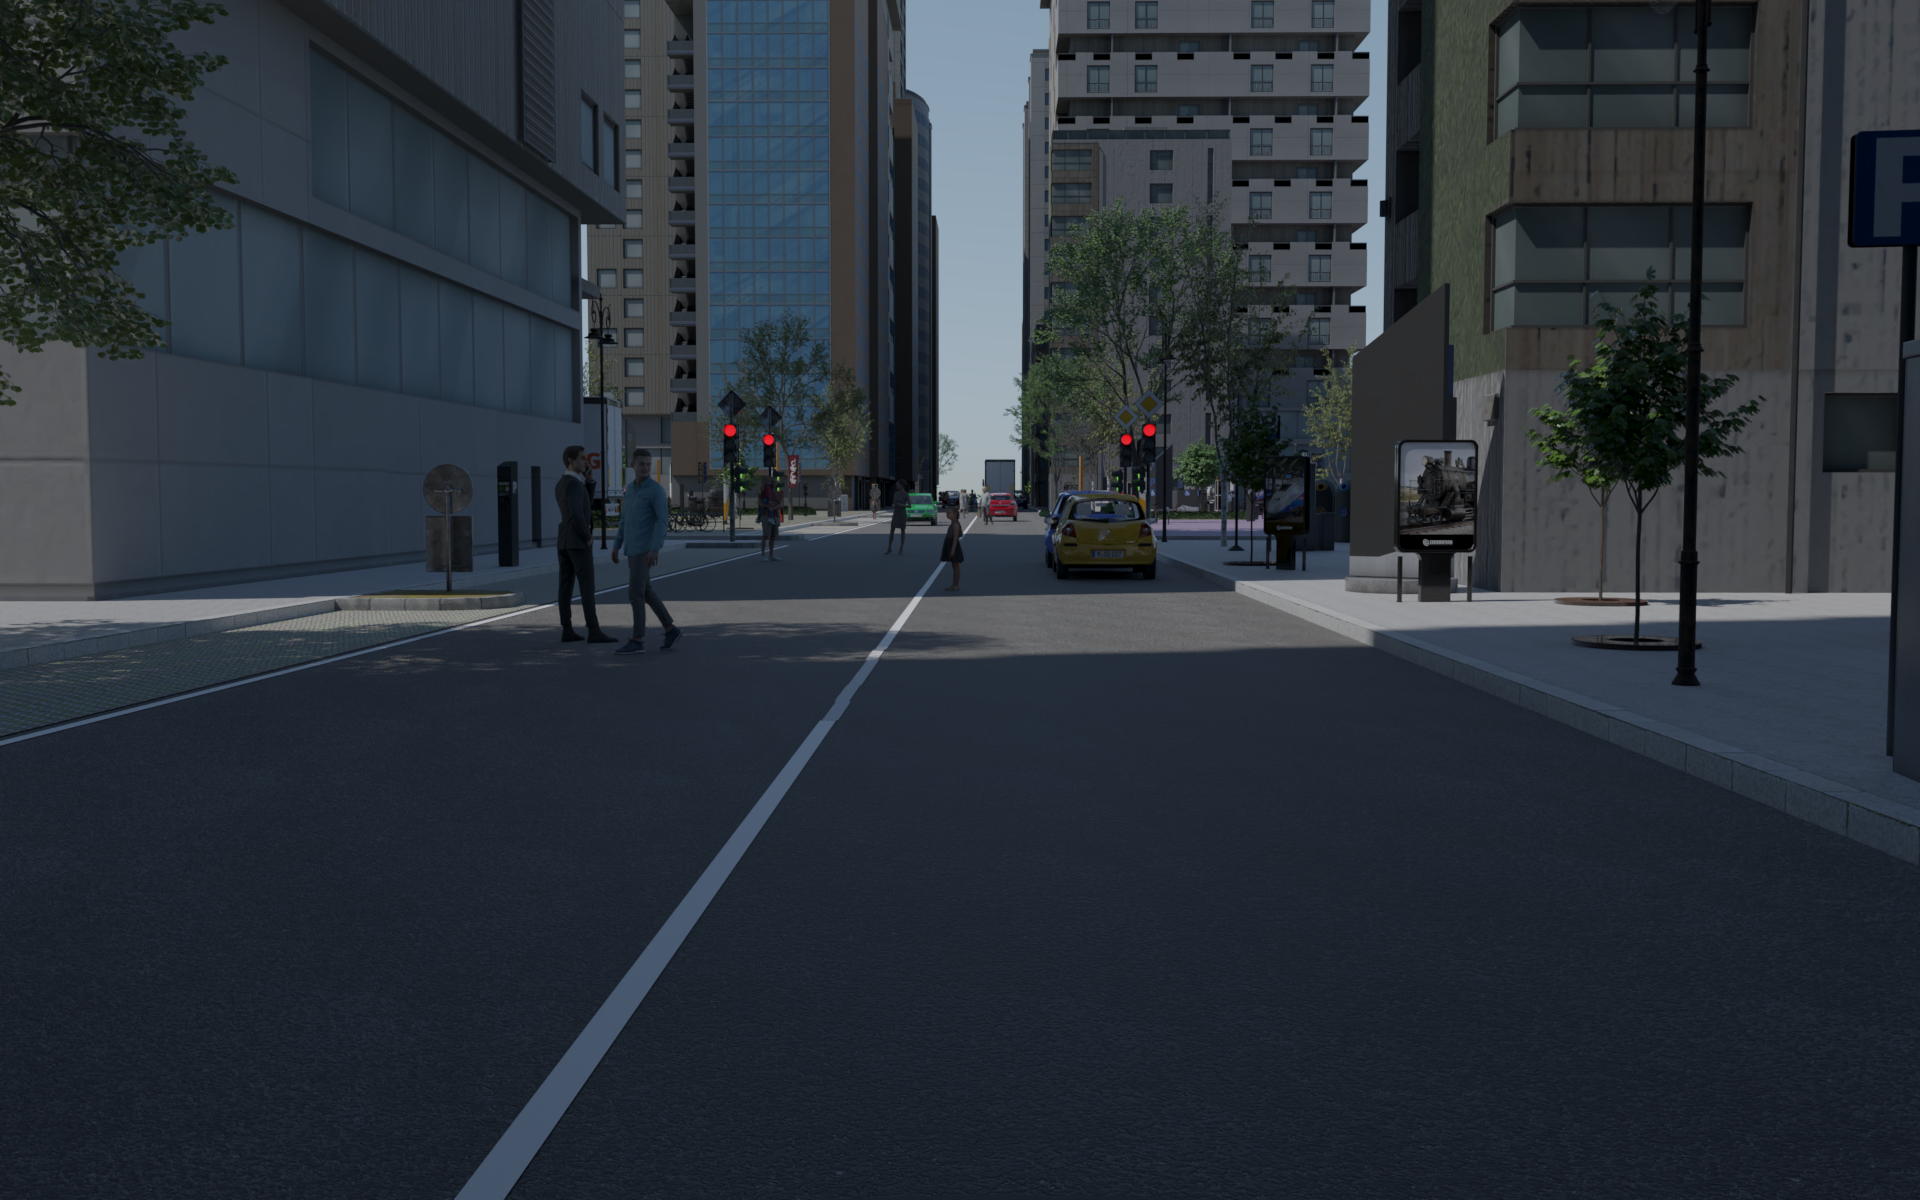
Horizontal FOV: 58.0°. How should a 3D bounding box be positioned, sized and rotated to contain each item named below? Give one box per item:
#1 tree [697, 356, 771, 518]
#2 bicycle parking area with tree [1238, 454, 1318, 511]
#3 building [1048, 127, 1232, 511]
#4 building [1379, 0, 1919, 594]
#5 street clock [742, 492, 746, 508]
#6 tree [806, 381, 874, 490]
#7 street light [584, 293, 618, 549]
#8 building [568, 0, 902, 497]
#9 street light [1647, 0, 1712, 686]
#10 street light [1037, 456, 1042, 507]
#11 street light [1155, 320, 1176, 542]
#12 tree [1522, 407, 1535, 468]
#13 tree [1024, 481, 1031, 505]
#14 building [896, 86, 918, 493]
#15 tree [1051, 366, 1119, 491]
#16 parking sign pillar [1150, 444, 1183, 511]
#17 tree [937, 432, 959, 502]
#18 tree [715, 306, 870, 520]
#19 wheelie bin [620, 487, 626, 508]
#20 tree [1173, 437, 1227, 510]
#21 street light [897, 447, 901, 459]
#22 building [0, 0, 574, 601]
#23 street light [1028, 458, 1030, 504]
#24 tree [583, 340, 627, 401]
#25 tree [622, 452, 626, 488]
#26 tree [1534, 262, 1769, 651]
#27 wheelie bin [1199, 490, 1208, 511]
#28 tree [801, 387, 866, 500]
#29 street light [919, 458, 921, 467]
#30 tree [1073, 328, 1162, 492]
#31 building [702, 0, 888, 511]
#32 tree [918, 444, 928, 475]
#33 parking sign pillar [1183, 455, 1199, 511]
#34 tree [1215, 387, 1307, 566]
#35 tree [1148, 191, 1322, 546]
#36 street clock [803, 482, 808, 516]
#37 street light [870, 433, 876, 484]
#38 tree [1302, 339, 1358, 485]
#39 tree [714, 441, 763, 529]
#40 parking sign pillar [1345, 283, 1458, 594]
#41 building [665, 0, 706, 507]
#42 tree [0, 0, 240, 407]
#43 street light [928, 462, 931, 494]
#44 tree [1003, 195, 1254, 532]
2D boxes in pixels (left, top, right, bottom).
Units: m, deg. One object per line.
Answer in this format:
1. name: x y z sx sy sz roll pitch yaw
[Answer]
1. tree: -11.981 -8.668 92.092 4.360 8.622 3.978 0 3 0
2. bicycle parking area with tree: 23.232 -8.449 125.135 8.231 4.147 9.016 1 4 16
3. building: 14.165 -22.555 140.475 14.160 30.474 14.107 0 4 1
4. building: 14.194 -15.696 28.325 14.160 30.474 14.107 0 4 1
5. street clock: -16.207 -7.670 129.970 0.358 2.002 0.471 -1 4 -11
6. tree: -7.654 -9.771 110.126 4.737 8.622 4.395 0 3 0
7. street light: -8.269 -4.114 40.051 0.468 5.910 1.993 0 4 1
8. building: -20.608 -35.605 171.380 28.713 52.752 27.495 0 4 1
9. street light: 4.881 -2.366 11.468 0.468 5.910 1.993 0 4 1
10. street light: 7.921 -12.178 171.905 0.468 5.910 1.993 0 4 1
11. street light: 5.459 -4.483 46.085 0.468 5.910 1.993 0 4 1
12. tree: 7.370 -1.566 20.210 1.663 3.219 1.824 0 3 0
13. tree: 8.596 -13.375 213.288 1.663 3.219 1.824 0 3 0
14. building: -11.885 -33.179 192.585 14.600 45.320 14.200 0 4 1
15. tree: 7.466 -9.072 98.682 4.360 8.622 3.978 0 3 0
16. parking sign pillar: 10.799 -6.386 92.876 1.447 3.967 1.447 -3 4 -39
17. tree: -3.974 -22.240 289.383 9.928 11.665 9.643 0 3 0
18. tree: -8.211 -9.223 85.212 8.767 10.594 7.601 1 4 15
19. wheelie bin: -14.203 -4.088 74.742 0.980 1.594 0.693 3 4 38
20. tree: 13.615 -6.936 97.125 4.285 4.588 4.351 0 3 0
21. street light: -5.866 -11.835 166.285 0.468 5.910 1.993 0 4 1
22. building: -22.323 -27.152 33.181 27.495 52.752 28.713 0 4 1
23. street light: 8.865 -15.192 221.182 0.468 5.910 1.993 0 4 1
24. tree: -17.626 -7.928 79.984 4.737 8.622 4.395 0 3 0
25. tree: -23.008 -8.025 114.914 4.285 4.588 4.351 0 3 0
26. tree: 5.851 -1.218 14.515 1.663 3.219 1.824 0 3 0
27. wheelie bin: 17.828 -7.285 127.013 0.980 1.594 0.693 -2 4 -32
28. tree: -8.251 -10.132 116.023 4.360 8.622 3.978 0 3 0
29. street light: -4.973 -14.789 214.592 0.468 5.910 1.993 0 4 1
30. tree: 6.891 -7.770 77.403 4.737 8.622 4.395 0 3 0
31. building: -13.557 -30.615 150.661 14.600 45.320 14.200 0 4 1
32. tree: -6.182 -15.527 204.227 4.360 8.622 3.978 0 3 0
33. parking sign pillar: 14.343 -7.362 108.840 1.447 3.967 1.447 1 4 22
34. tree: 5.410 -2.241 31.249 1.663 3.219 1.824 0 3 0
35. tree: 6.506 -5.611 42.101 4.360 8.622 3.978 0 3 0
36. street clock: -8.931 -5.844 100.112 0.358 2.002 0.471 0 4 0
37. street light: -6.641 -9.733 131.916 0.468 5.910 1.993 0 4 1
38. tree: 18.264 -8.112 82.994 4.737 8.622 4.395 0 3 0
39. tree: -8.015 -4.202 63.311 1.663 3.219 1.824 0 3 0
40. parking sign pillar: 5.818 -2.096 22.738 1.447 3.967 1.447 3 5 40
41. building: -14.584 -29.749 136.505 14.600 45.320 14.200 0 4 1
42. tree: -9.895 -5.843 13.664 7.486 12.596 7.792 0 3 0
43. street light: -4.384 -16.860 248.445 0.468 5.910 1.993 0 4 1
44. tree: 6.136 -8.167 59.286 9.928 11.665 9.643 0 3 0
